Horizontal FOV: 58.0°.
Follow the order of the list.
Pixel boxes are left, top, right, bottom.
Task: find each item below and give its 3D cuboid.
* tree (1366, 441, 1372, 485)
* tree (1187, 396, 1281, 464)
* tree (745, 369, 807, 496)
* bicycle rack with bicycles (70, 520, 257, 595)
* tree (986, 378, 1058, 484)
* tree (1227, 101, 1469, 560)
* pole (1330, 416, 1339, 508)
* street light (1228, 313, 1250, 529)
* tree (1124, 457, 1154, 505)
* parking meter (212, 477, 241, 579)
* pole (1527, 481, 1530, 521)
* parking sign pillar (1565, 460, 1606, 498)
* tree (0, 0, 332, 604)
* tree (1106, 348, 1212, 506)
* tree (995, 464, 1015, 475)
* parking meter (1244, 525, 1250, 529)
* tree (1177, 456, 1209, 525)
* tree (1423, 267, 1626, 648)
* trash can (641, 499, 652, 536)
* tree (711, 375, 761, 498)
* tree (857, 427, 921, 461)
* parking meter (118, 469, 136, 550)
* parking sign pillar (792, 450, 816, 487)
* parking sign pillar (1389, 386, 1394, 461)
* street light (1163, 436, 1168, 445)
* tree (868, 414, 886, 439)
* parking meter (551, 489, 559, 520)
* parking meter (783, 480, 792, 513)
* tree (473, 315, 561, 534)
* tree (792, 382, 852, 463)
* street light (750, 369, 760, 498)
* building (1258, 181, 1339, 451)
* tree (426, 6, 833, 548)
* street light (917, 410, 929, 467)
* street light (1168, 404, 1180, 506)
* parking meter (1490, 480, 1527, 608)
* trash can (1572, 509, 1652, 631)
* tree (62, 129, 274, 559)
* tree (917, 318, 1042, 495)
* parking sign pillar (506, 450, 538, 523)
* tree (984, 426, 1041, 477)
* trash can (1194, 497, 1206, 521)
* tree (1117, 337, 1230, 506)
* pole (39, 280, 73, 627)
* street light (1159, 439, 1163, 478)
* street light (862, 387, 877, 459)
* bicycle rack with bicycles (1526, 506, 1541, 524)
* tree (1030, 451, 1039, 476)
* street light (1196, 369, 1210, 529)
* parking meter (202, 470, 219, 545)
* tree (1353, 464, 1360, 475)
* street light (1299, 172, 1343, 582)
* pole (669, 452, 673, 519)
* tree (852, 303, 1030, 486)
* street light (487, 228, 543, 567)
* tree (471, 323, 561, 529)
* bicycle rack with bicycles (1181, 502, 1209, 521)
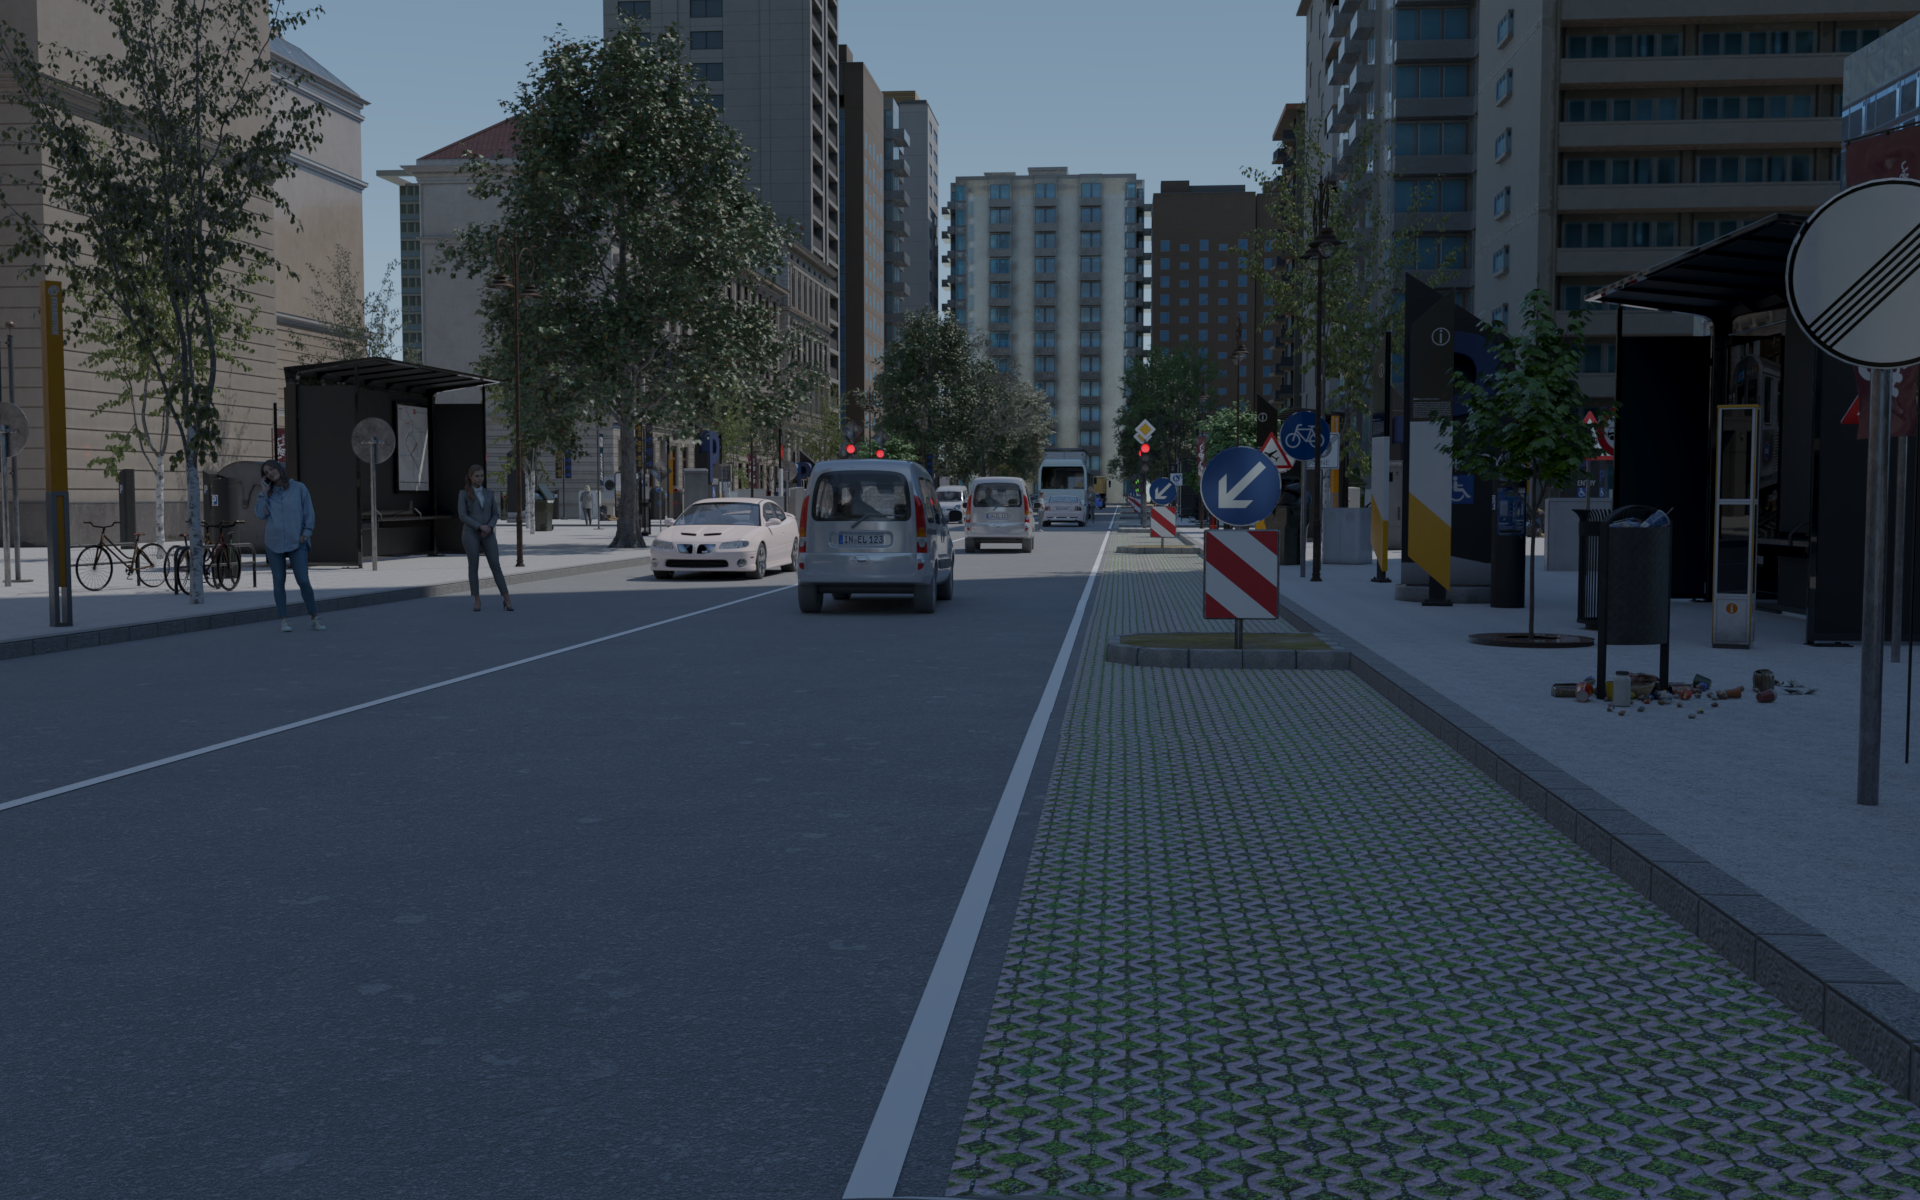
[{"bbox_3d":[21.629,-6.260,86.065,4.285,4.588,4.351,0,3,0],"label":"tree"},{"bbox_3d":[9.354,-4.560,58.275,4.285,4.588,4.351,0,3,0],"label":"tree"},{"bbox_3d":[-11.112,-9.268,101.899,4.360,8.622,3.978,0,3,0],"label":"tree"},{"bbox_3d":[-10.558,-0.601,23.215,2.852,0.926,2.925,1,4,11],"label":"bicycle rack with bicycles"},{"bbox_3d":[6.253,-17.328,189.966,9.857,13.997,8.962,0,3,0],"label":"tree"},{"bbox_3d":[7.293,-5.064,33.163,4.737,8.622,4.395,0,3,0],"label":"tree"},{"bbox_3d":[9.806,-3.150,45.347,0.158,3.312,0.155,0,3,0],"label":"pole"},{"bbox_3d":[7.108,-4.373,44.286,0.468,5.910,1.993,0,4,5],"label":"street light"},{"bbox_3d":[23.085,-16.852,209.937,7.601,10.594,8.767,0,4,-3],"label":"tree"},{"bbox_3d":[-11.146,-1.094,26.300,0.372,1.533,0.369,0,3,0],"label":"parking meter"},{"bbox_3d":[26.083,-5.246,79.621,0.158,3.312,0.155,0,3,0],"label":"pole"},{"bbox_3d":[22.010,-4.433,60.956,1.447,3.967,1.447,-3,5,-39],"label":"parking sign pillar"},{"bbox_3d":[-9.074,-4.247,19.801,4.360,8.622,3.978,0,3,0],"label":"tree"},{"bbox_3d":[15.873,-13.369,135.588,9.611,12.733,9.660,0,3,0],"label":"tree"},{"bbox_3d":[4.434,-13.536,171.680,4.737,8.622,4.395,0,3,0],"label":"tree"},{"bbox_3d":[10.250,-3.469,62.428,0.399,1.863,0.255,-1,4,-17],"label":"parking meter"},{"bbox_3d":[10.845,-5.072,77.535,1.663,3.219,1.824,0,3,0],"label":"tree"},{"bbox_3d":[5.035,-1.240,14.868,1.663,3.219,1.824,0,3,0],"label":"tree"},{"bbox_3d":[-9.781,-2.535,53.096,0.748,1.137,0.748,0,3,0],"label":"trash can"},{"bbox_3d":[-13.073,-8.979,97.170,4.737,8.622,4.395,0,3,0],"label":"tree"},{"bbox_3d":[-3.616,-6.203,85.126,4.285,4.588,4.351,0,3,0],"label":"tree"},{"bbox_3d":[-19.334,-2.110,40.214,0.255,1.863,0.399,-3,5,-44],"label":"parking meter"},{"bbox_3d":[-9.308,-7.151,105.386,1.447,3.967,1.447,2,4,35],"label":"parking sign pillar"},{"bbox_3d":[11.269,-3.362,43.446,1.447,3.967,1.447,-3,5,-40],"label":"parking sign pillar"},{"bbox_3d":[13.111,-8.282,108.199,0.468,5.910,1.993,0,4,5],"label":"street light"},{"bbox_3d":[-5.691,-11.899,144.902,4.360,8.622,3.978,0,3,0],"label":"tree"},{"bbox_3d":[-20.343,-4.812,87.093,0.372,1.533,0.369,0,3,0],"label":"parking meter"},{"bbox_3d":[-6.701,-3.742,66.901,0.399,1.863,0.255,3,4,37],"label":"parking meter"},{"bbox_3d":[-13.663,-6.421,55.353,4.737,8.622,4.395,0,3,0],"label":"tree"},{"bbox_3d":[-8.913,-9.999,113.841,4.737,8.622,4.395,0,3,0],"label":"tree"},{"bbox_3d":[-5.974,-4.704,49.692,0.468,5.910,1.993,0,4,5],"label":"street light"},{"bbox_3d":[49.287,-36.681,249.843,14.200,45.320,14.600,0,4,5],"label":"building"},{"bbox_3d":[-7.955,-7.603,41.314,9.611,12.733,9.660,0,3,0],"label":"tree"},{"bbox_3d":[-1.985,-7.346,92.900,0.468,5.910,1.993,0,4,5],"label":"street light"},{"bbox_3d":[11.011,-7.080,88.553,0.468,5.910,1.993,0,4,5],"label":"street light"},{"bbox_3d":[6.198,-0.682,19.561,0.372,1.533,0.369,0,3,0],"label":"parking meter"},{"bbox_3d":[6.167,-0.289,16.380,0.748,1.137,0.748,0,3,0],"label":"trash can"},{"bbox_3d":[-15.834,-5.132,34.267,4.737,8.622,4.395,0,3,0],"label":"tree"},{"bbox_3d":[0.484,-12.830,120.132,12.009,13.543,11.850,0,3,0],"label":"tree"},{"bbox_3d":[-19.573,-5.444,77.477,1.447,3.967,1.447,0,4,-7],"label":"parking sign pillar"},{"bbox_3d":[6.767,-16.395,202.467,7.601,10.594,8.767,1,4,21],"label":"tree"},{"bbox_3d":[11.672,-4.418,83.884,0.748,1.137,0.748,0,3,0],"label":"trash can"},{"bbox_3d":[14.273,-11.643,116.112,9.928,11.665,9.643,0,3,0],"label":"tree"},{"bbox_3d":[-8.708,-1.397,16.681,0.158,3.312,0.155,0,3,0],"label":"pole"},{"bbox_3d":[14.887,-9.487,127.896,0.468,5.910,1.993,0,4,5],"label":"street light"},{"bbox_3d":[-3.836,-6.185,73.912,0.468,5.910,1.993,0,4,5],"label":"street light"},{"bbox_3d":[20.067,-2.759,58.486,2.852,0.926,2.925,3,5,43],"label":"bicycle rack with bicycles"},{"bbox_3d":[1.992,-14.153,148.404,9.611,12.733,9.660,0,3,0],"label":"tree"},{"bbox_3d":[8.945,-5.574,63.918,0.468,5.910,1.993,0,4,5],"label":"street light"},{"bbox_3d":[-18.058,-2.207,41.797,0.399,1.863,0.255,3,5,41],"label":"parking meter"},{"bbox_3d":[21.201,-6.052,93.558,1.663,3.219,1.824,0,3,0],"label":"tree"},{"bbox_3d":[5.233,-3.210,25.272,0.468,5.910,1.993,0,4,5],"label":"street light"},{"bbox_3d":[-12.711,-5.031,76.096,0.158,3.312,0.155,0,3,0],"label":"pole"},{"bbox_3d":[-1.905,-11.428,103.858,9.611,12.733,9.660,0,3,0],"label":"tree"},{"bbox_3d":[-7.770,-3.524,30.409,0.468,5.910,1.993,0,4,5],"label":"street light"},{"bbox_3d":[-15.820,-6.958,64.131,4.360,8.622,3.978,0,3,0],"label":"tree"},{"bbox_3d":[11.793,-4.120,80.742,2.925,0.926,2.852,-2,4,-33],"label":"bicycle rack with bicycles"}]
